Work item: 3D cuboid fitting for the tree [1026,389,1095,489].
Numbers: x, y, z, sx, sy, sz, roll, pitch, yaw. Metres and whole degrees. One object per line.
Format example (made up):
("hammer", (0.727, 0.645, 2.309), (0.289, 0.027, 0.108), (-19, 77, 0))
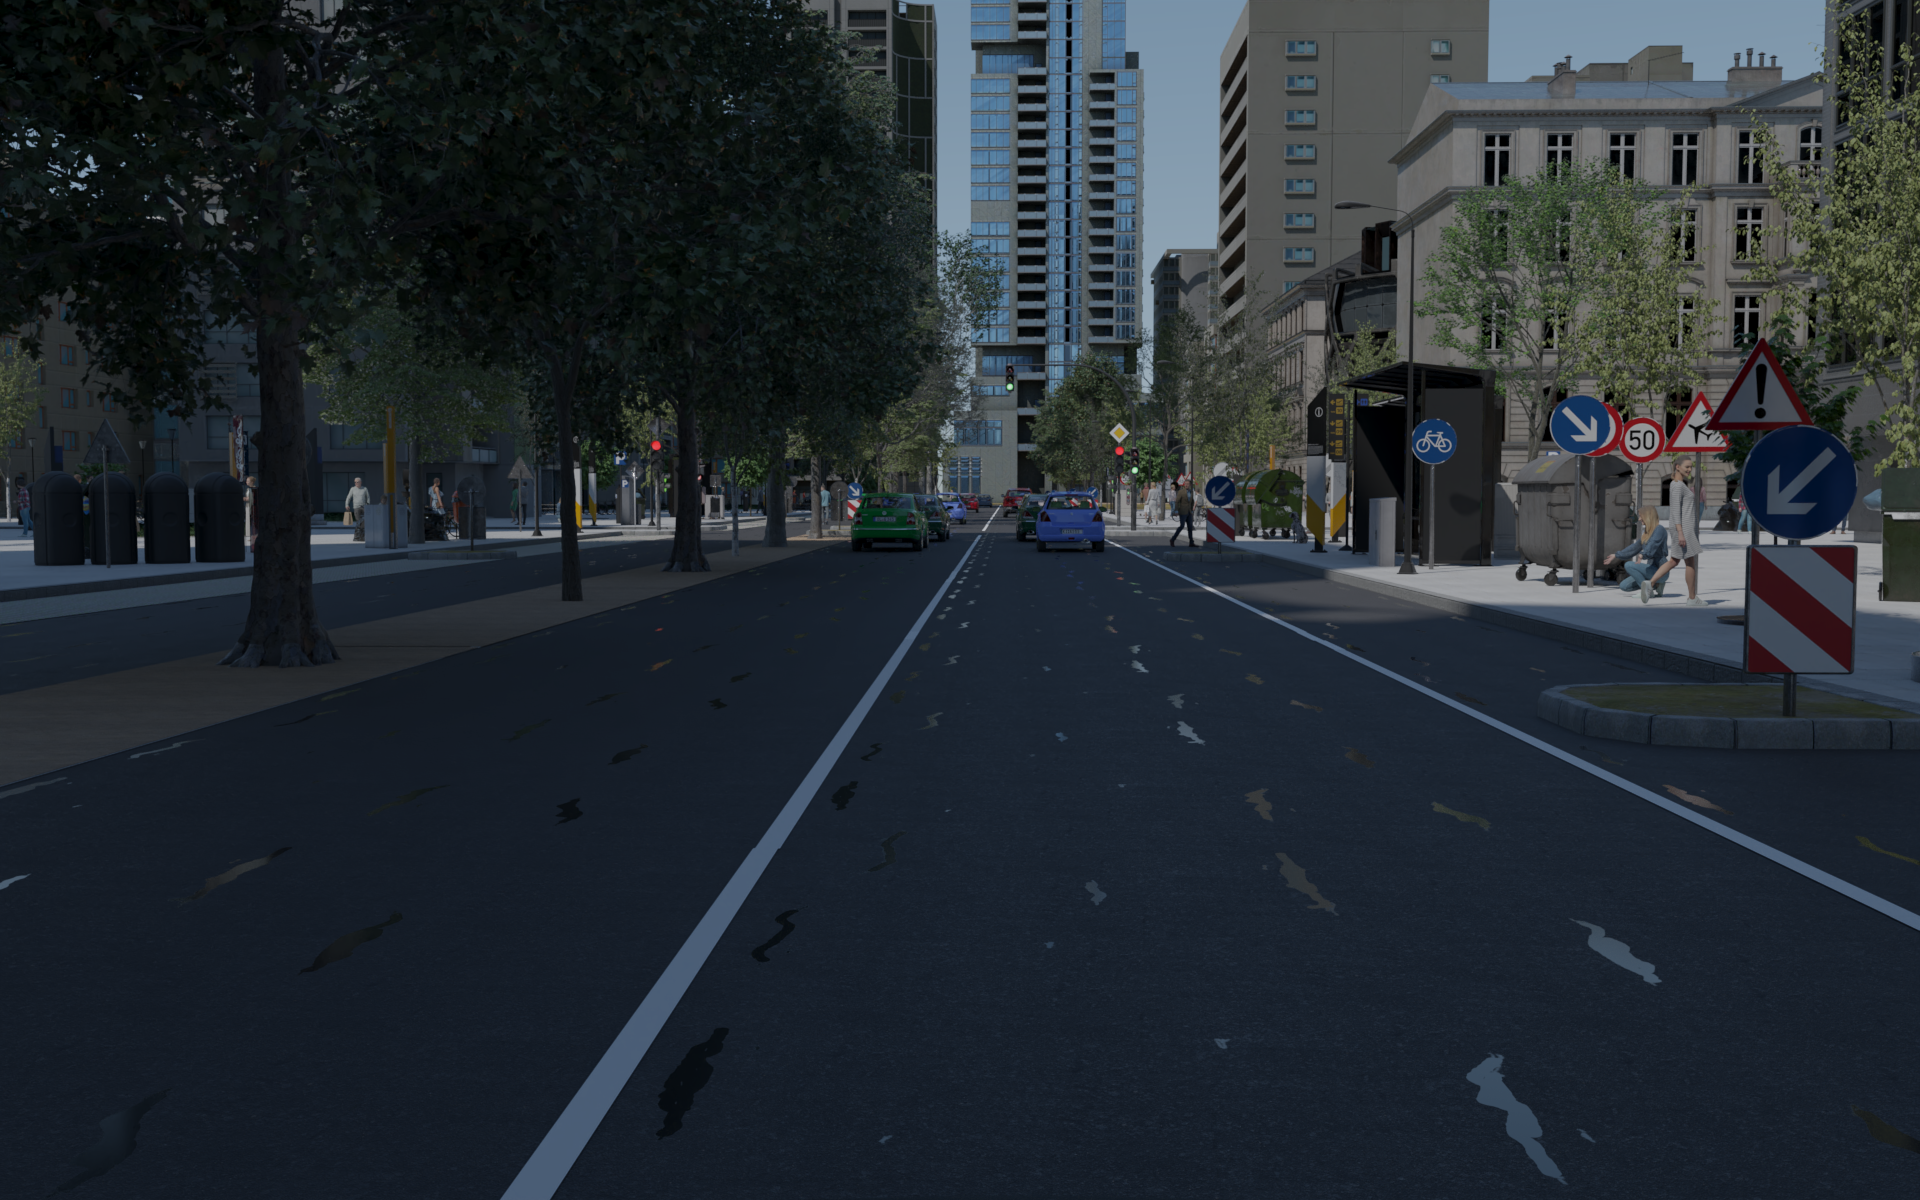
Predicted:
("tree", (11.766, -16.800, 181.339), (9.857, 13.997, 8.962), (0, 3, 0))

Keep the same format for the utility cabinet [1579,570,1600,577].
("utility cabinet", (9.853, -1.110, 26.820), (0.318, 1.500, 1.173), (2, 4, 34))

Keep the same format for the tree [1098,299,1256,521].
("tree", (9.984, -9.057, 82.496), (7.601, 10.594, 8.767), (1, 4, 11))

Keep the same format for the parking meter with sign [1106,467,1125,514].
("parking meter with sign", (10.368, -7.104, 112.407), (1.738, 3.016, 0.543), (1, 4, 15))

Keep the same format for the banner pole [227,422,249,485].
("banner pole", (-25.157, -4.299, 60.304), (0.863, 3.779, 0.401), (0, 4, -5))

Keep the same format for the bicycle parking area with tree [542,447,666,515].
("bicycle parking area with tree", (-24.645, -7.435, 108.562), (9.016, 4.147, 8.231), (1, 4, 21))

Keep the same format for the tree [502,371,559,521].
("tree", (-20.080, -8.059, 82.124), (4.360, 8.622, 3.978), (0, 3, 0))

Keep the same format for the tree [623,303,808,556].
("tree", (-5.109, -5.281, 39.162), (4.737, 8.622, 4.395), (0, 3, 0))

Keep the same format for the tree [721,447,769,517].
("tree", (-11.783, -6.966, 97.610), (4.285, 4.588, 4.351), (0, 3, 0))

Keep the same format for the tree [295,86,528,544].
("tree", (-14.085, -7.752, 44.878), (7.486, 12.596, 7.792), (0, 3, 0))

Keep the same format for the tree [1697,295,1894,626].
("tree", (7.925, -1.369, 16.991), (1.663, 3.219, 1.824), (0, 3, 0))

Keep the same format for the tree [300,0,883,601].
("tree", (-5.143, -5.277, 23.147), (8.767, 10.594, 7.601), (0, 4, 2))

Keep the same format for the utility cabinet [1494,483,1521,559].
("utility cabinet", (11.077, -1.541, 33.870), (1.173, 1.500, 0.318), (2, 4, 28))

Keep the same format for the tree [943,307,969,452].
("tree", (-3.390, -10.343, 89.700), (7.486, 12.596, 7.792), (0, 3, 0))

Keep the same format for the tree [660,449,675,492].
("tree", (-20.411, -8.489, 122.515), (4.285, 4.588, 4.351), (0, 3, 0))

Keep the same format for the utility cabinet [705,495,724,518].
("utility cabinet", (-13.364, -5.089, 94.366), (1.020, 1.237, 0.306), (1, 4, 9))

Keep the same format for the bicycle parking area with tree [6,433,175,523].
("bicycle parking area with tree", (-45.202, -6.294, 89.903), (8.231, 4.147, 9.016), (-1, 4, -23))

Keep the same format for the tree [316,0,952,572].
("tree", (-5.024, -6.869, 31.772), (9.611, 12.733, 9.660), (0, 3, 0))

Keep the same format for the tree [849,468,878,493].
("tree", (-9.696, -12.304, 184.886), (4.285, 4.588, 4.351), (0, 3, 0))

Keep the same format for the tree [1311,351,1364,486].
("tree", (19.135, -8.424, 88.092), (4.360, 8.622, 3.978), (0, 3, 0))

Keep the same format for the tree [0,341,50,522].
("tree", (-44.320, -7.930, 80.024), (4.737, 8.622, 4.395), (0, 3, 0))

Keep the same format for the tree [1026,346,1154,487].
("tree", (10.228, -13.280, 134.132), (9.611, 12.733, 9.660), (0, 3, 0))

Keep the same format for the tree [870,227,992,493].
("tree", (-3.622, -10.142, 78.649), (12.009, 13.543, 11.850), (0, 3, 0))

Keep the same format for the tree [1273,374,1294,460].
("tree", (17.364, -9.229, 101.262), (4.737, 8.622, 4.395), (0, 3, 0))

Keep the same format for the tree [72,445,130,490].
("tree", (-29.100, -3.910, 58.522), (1.663, 3.219, 1.824), (0, 3, 0))

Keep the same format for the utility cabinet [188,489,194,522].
("utility cabinet", (-31.363, -3.850, 71.620), (1.173, 1.500, 0.318), (-1, 4, -13))

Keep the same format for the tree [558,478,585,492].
("tree", (-22.369, -6.476, 100.490), (1.663, 3.219, 1.824), (0, 3, 0))

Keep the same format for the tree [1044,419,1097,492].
("tree", (11.811, -14.591, 164.317), (9.928, 11.665, 9.643), (0, 3, 0))

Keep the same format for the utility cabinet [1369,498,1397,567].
("utility cabinet", (7.558, -1.216, 31.039), (0.306, 1.237, 1.020), (0, 4, 3))

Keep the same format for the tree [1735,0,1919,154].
("tree", (13.411, -4.554, 24.818), (4.737, 8.622, 4.395), (0, 3, 0))

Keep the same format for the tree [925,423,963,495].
("tree", (-1.863, -11.279, 137.234), (4.737, 8.622, 4.395), (0, 3, 0))

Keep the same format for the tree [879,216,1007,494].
("tree", (-3.701, -15.647, 114.168), (12.611, 20.169, 13.585), (0, 3, 0))

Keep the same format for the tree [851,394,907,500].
("tree", (-4.116, -7.149, 69.705), (4.737, 8.622, 4.395), (0, 3, 0))

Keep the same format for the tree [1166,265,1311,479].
("tree", (8.699, -6.408, 55.136), (4.360, 8.622, 3.978), (0, 3, 0))

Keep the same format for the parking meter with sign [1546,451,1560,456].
("parking meter with sign", (24.485, -4.589, 71.293), (0.543, 3.016, 1.738), (2, 4, 25))

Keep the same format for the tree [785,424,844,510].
("tree", (-11.196, -13.333, 143.754), (9.928, 11.665, 9.643), (0, 3, 0))

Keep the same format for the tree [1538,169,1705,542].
("tree", (15.228, -5.410, 38.809), (4.737, 8.622, 4.395), (0, 3, 0))

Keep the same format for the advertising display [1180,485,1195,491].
("advertising display", (14.022, -6.211, 106.760), (0.974, 1.923, 0.123), (2, 4, 31))

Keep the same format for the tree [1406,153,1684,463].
("tree", (17.658, -7.769, 52.781), (9.928, 11.665, 9.643), (0, 3, 0))

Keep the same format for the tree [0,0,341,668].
("tree", (-5.710, -5.807, 14.405), (9.611, 12.733, 9.660), (0, 3, 0))

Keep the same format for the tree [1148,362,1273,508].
("tree", (13.783, -8.877, 95.509), (4.737, 8.622, 4.395), (0, 3, 0))

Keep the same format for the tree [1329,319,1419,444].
("tree", (17.416, -7.474, 72.564), (4.737, 8.622, 4.395), (0, 3, 0))

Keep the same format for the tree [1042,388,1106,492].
("tree", (11.118, -14.367, 153.019), (7.486, 12.596, 7.792), (0, 3, 0))

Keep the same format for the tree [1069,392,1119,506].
("tree", (9.900, -10.634, 124.226), (4.360, 8.622, 3.978), (0, 3, 0))

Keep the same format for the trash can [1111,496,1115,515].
("trash can", (9.704, -5.819, 106.792), (0.748, 1.137, 0.748), (0, 3, 0))

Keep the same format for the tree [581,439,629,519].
("tree", (-18.910, -6.502, 90.025), (4.285, 4.588, 4.351), (0, 3, 0))

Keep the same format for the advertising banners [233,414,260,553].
("advertising banners", (-15.326, -2.535, 37.628), (2.074, 3.025, 0.090), (3, 5, 45))

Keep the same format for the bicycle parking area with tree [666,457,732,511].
("bicycle parking area with tree", (-21.311, -8.752, 130.093), (8.231, 4.147, 9.016), (1, 4, 21))

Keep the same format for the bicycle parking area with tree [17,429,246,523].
("bicycle parking area with tree", (-36.526, -5.551, 77.764), (9.016, 4.147, 8.231), (-3, 5, -40))

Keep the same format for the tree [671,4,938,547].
("tree", (-4.998, -8.396, 46.382), (9.857, 13.997, 8.962), (0, 3, 0))

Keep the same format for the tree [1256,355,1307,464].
("tree", (19.570, -11.024, 114.662), (7.601, 10.594, 8.767), (0, 4, -6))

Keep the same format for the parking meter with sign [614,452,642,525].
("parking meter with sign", (-13.711, -4.614, 71.696), (0.543, 3.016, 1.738), (1, 4, 11))

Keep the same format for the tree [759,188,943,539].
("tree", (-4.676, -8.232, 55.174), (7.486, 12.596, 7.792), (0, 3, 0))

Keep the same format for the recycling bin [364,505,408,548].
("recycling bin", (-13.674, -1.756, 41.263), (0.722, 1.027, 0.722), (2, 4, 32))

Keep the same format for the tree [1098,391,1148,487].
("tree", (11.609, -10.296, 118.696), (4.737, 8.622, 4.395), (0, 3, 0))

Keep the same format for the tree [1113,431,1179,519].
("tree", (9.636, -6.523, 90.359), (4.285, 4.588, 4.351), (0, 3, 0))

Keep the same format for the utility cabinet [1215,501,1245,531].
("utility cabinet", (9.206, -2.927, 59.020), (1.020, 1.237, 0.306), (1, 4, 10))
